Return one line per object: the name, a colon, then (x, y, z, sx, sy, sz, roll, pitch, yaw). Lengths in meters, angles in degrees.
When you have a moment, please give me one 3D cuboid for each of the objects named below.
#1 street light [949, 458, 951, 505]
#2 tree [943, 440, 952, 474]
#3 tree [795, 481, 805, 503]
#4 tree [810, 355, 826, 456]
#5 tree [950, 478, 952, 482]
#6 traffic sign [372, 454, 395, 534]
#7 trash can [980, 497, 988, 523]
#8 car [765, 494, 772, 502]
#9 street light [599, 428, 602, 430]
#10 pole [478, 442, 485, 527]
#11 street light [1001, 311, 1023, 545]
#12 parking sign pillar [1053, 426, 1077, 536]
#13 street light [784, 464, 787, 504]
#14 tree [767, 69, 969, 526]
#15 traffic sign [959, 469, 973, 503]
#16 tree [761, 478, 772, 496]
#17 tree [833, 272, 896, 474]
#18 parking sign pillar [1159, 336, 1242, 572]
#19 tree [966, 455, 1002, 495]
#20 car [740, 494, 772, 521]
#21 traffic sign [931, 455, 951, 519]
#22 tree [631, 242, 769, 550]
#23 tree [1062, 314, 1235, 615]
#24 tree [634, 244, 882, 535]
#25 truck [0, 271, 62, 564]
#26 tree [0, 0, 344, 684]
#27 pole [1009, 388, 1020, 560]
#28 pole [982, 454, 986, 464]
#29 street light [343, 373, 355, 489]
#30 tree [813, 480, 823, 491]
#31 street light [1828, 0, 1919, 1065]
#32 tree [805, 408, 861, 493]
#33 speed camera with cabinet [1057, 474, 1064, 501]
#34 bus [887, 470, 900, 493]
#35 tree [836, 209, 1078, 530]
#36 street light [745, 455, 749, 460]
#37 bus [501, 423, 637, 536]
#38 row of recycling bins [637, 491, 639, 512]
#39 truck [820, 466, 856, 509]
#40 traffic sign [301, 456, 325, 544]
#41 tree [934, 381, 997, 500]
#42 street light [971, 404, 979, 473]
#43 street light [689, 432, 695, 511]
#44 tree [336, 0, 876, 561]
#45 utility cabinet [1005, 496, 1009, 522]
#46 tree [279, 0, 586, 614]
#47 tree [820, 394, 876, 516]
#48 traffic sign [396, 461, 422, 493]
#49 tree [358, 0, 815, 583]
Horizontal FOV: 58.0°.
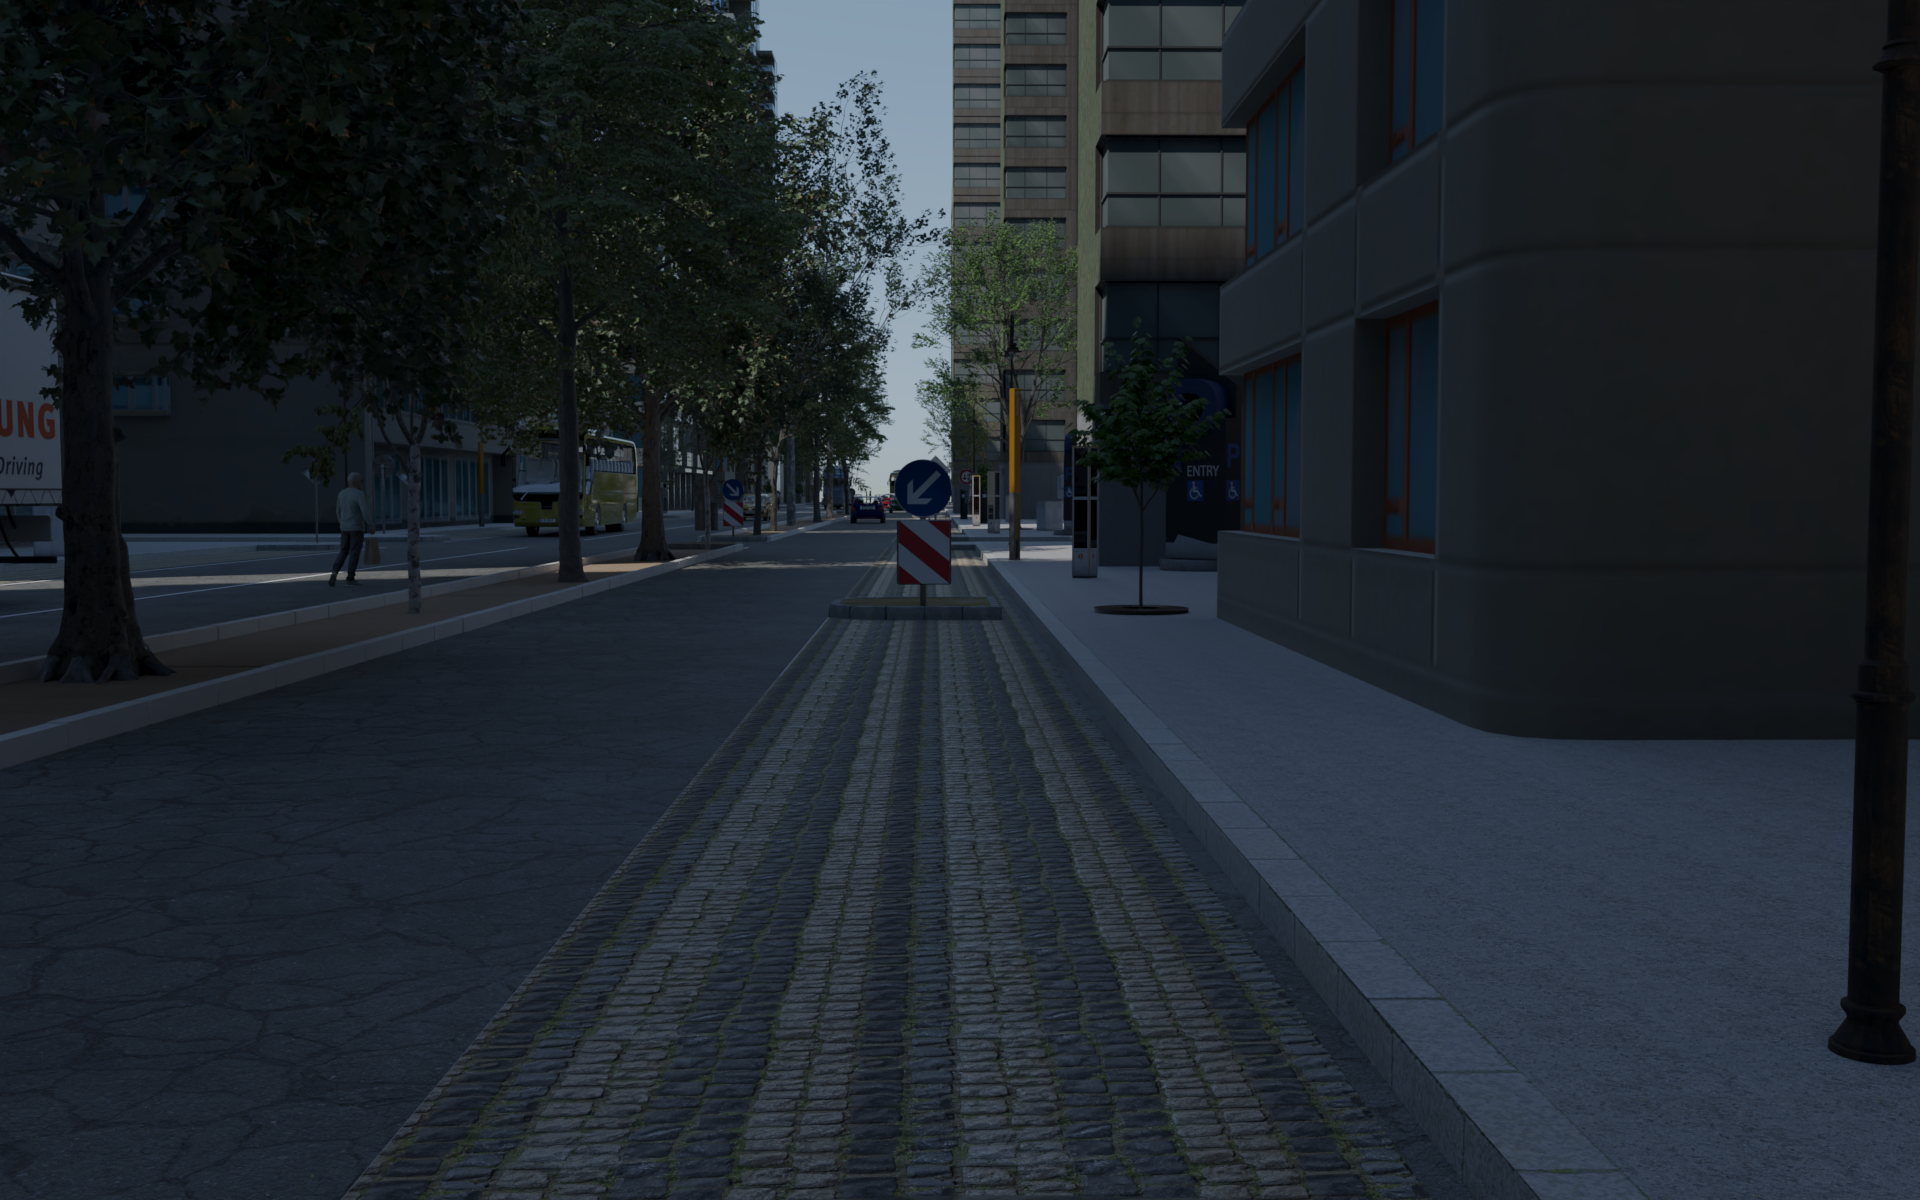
street light: (-1.204, -14.162, 204.329, 0.468, 5.910, 1.993, 0, 4, -1)
tree: (-0.113, -16.252, 216.086, 4.360, 8.622, 3.978, 0, 3, 0)
tree: (-21.978, -14.899, 238.203, 1.663, 3.219, 1.824, 0, 3, 0)
tree: (-7.944, -11.679, 119.170, 9.928, 11.665, 9.643, 0, 3, 0)
tree: (-0.619, -10.594, 167.814, 1.663, 3.219, 1.824, 0, 3, 0)
traffic sign: (-18.550, -3.401, 55.712, 0.768, 2.556, 0.104, 0, 4, 8)
trash can: (0.993, -3.924, 75.815, 0.748, 1.137, 0.748, 0, 3, 0)
car: (-14.357, -6.926, 123.463, 2.015, 1.641, 3.980, 0, 4, 1)
street light: (-19.536, -7.369, 93.270, 0.468, 5.910, 1.993, 0, 4, -1)
pole: (-18.753, -4.526, 67.836, 0.158, 3.312, 0.155, 0, 3, 0)
street light: (1.308, -4.345, 43.827, 0.468, 5.910, 1.993, 0, 4, -1)
parking sign pillar: (3.631, -4.007, 53.989, 1.447, 3.967, 1.447, 1, 4, 22)
street light: (-21.441, -14.725, 213.534, 0.468, 5.910, 1.993, 0, 4, -1)
tree: (-6.351, -13.336, 76.387, 12.611, 20.169, 13.585, 0, 3, 0)
traffic sign: (0.356, -5.440, 89.058, 0.768, 2.556, 0.104, 0, 4, 2)
tree: (-21.096, -12.006, 190.895, 1.663, 3.219, 1.824, 0, 3, 0)
tree: (-7.108, -10.162, 86.737, 7.486, 12.596, 7.792, 0, 3, 0)
parking sign pillar: (4.096, -2.489, 29.163, 1.447, 3.967, 1.447, -3, 5, -42)
tree: (1.111, -5.520, 84.858, 1.663, 3.219, 1.824, 0, 3, 0)
car: (-11.150, -5.120, 93.927, 2.015, 1.641, 3.980, 0, 3, 0)
traffic sign: (-0.633, -2.536, 45.113, 0.795, 2.450, 0.064, 0, 4, -1)
tree: (-6.451, -5.574, 43.961, 4.360, 8.622, 3.978, 0, 3, 0)
tree: (1.926, -1.483, 18.847, 1.663, 3.219, 1.824, 0, 3, 0)
tree: (-7.109, -7.845, 65.137, 8.767, 10.594, 7.601, 0, 4, -1)
truck: (-13.108, -1.746, 17.460, 2.839, 4.237, 11.283, 0, 4, -1)
tree: (-6.707, -5.721, 13.003, 9.611, 12.733, 9.660, 0, 3, 0)
pole: (1.062, -2.429, 33.550, 0.158, 3.312, 0.155, 0, 3, 0)
pole: (1.202, -5.722, 87.395, 0.158, 3.312, 0.155, 0, 3, 0)
street light: (-18.886, -4.920, 53.238, 0.468, 5.910, 1.993, 0, 4, -1)
tree: (-23.709, -18.403, 284.595, 4.285, 4.588, 4.351, 0, 3, 0)
street light: (2.093, -1.897, 3.798, 0.468, 5.910, 1.993, 0, 4, -1)
tree: (-8.011, -9.454, 107.389, 4.737, 8.622, 4.395, 0, 3, 0)
speed camera with cabinet: (5.723, -5.422, 82.987, 2.038, 3.252, 0.660, 1, 4, 16)
bus: (-5.877, -11.219, 174.982, 2.896, 3.916, 12.252, 0, 4, -3)
tree: (2.065, -8.359, 62.423, 9.928, 11.665, 9.643, 0, 3, 0)
street light: (-20.763, -12.036, 169.573, 0.468, 5.910, 1.993, 0, 4, -1)
bus: (-13.882, -4.369, 62.979, 2.896, 3.916, 12.252, 0, 4, -2)
row of recycling bins: (-24.085, -7.076, 122.805, 3.534, 1.692, 1.069, 3, 5, 41)
truck: (-11.505, -10.977, 169.240, 2.967, 4.110, 18.799, 0, 4, 0)
traffic sign: (-16.675, -2.522, 44.873, 0.795, 2.450, 0.064, 0, 4, -1)
tree: (0.562, -9.769, 110.089, 4.737, 8.622, 4.395, 0, 3, 0)
street light: (0.712, -7.037, 87.841, 0.468, 5.910, 1.993, 0, 4, -1)
street light: (-20.044, -9.587, 129.542, 0.468, 5.910, 1.993, 0, 4, -1)
tree: (-6.598, -7.174, 36.761, 9.611, 12.733, 9.660, 0, 3, 0)
utility cabinet: (2.251, -4.174, 79.403, 0.306, 1.237, 1.020, 0, 4, 6)
tree: (-6.544, -4.148, 20.632, 4.737, 8.622, 4.395, 0, 3, 0)
tree: (-8.060, -10.622, 126.491, 4.360, 8.622, 3.978, 0, 3, 0)
traffic sign: (-16.805, -3.010, 52.857, 0.795, 2.450, 0.064, 0, 4, -1)
tree: (-6.180, -6.524, 27.248, 7.486, 12.596, 7.792, 0, 3, 0)
